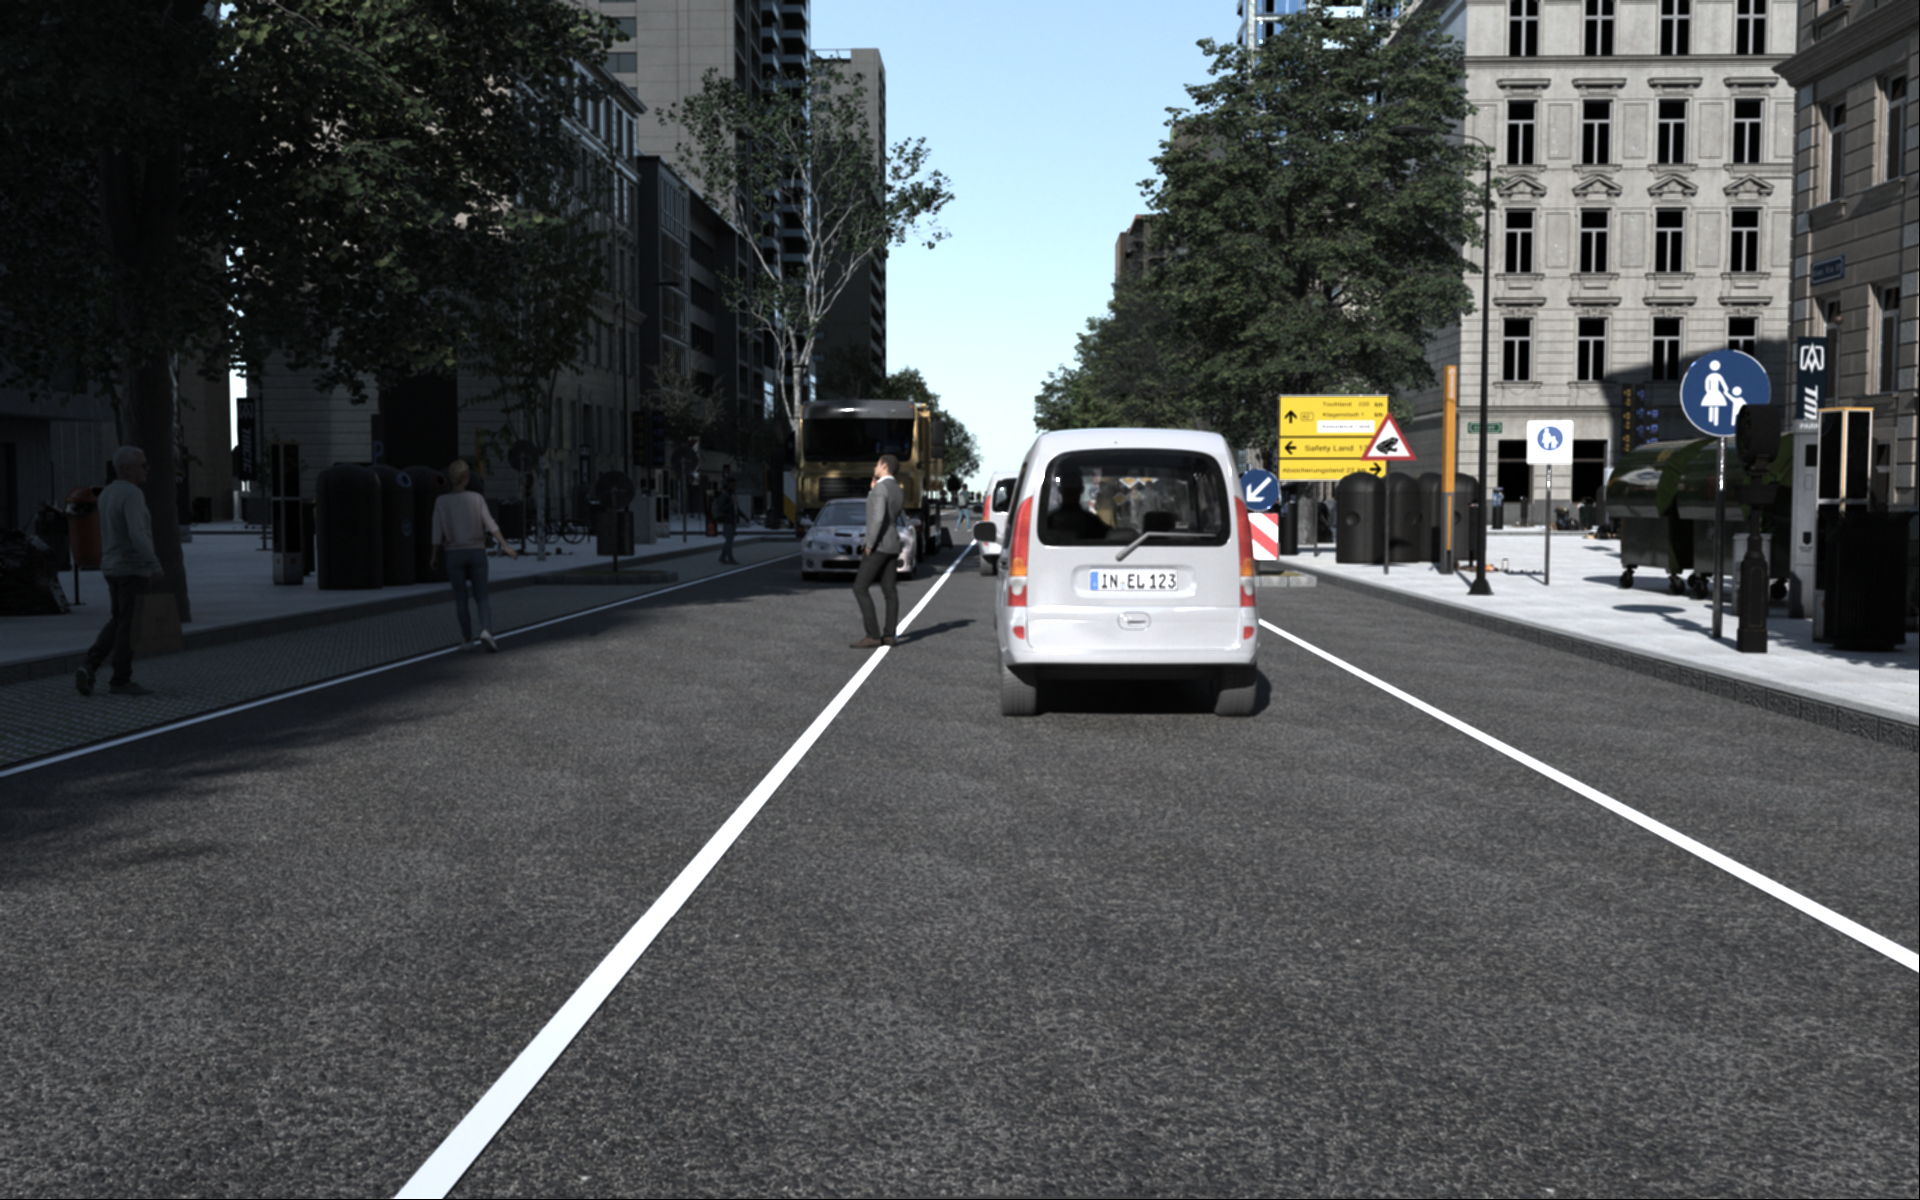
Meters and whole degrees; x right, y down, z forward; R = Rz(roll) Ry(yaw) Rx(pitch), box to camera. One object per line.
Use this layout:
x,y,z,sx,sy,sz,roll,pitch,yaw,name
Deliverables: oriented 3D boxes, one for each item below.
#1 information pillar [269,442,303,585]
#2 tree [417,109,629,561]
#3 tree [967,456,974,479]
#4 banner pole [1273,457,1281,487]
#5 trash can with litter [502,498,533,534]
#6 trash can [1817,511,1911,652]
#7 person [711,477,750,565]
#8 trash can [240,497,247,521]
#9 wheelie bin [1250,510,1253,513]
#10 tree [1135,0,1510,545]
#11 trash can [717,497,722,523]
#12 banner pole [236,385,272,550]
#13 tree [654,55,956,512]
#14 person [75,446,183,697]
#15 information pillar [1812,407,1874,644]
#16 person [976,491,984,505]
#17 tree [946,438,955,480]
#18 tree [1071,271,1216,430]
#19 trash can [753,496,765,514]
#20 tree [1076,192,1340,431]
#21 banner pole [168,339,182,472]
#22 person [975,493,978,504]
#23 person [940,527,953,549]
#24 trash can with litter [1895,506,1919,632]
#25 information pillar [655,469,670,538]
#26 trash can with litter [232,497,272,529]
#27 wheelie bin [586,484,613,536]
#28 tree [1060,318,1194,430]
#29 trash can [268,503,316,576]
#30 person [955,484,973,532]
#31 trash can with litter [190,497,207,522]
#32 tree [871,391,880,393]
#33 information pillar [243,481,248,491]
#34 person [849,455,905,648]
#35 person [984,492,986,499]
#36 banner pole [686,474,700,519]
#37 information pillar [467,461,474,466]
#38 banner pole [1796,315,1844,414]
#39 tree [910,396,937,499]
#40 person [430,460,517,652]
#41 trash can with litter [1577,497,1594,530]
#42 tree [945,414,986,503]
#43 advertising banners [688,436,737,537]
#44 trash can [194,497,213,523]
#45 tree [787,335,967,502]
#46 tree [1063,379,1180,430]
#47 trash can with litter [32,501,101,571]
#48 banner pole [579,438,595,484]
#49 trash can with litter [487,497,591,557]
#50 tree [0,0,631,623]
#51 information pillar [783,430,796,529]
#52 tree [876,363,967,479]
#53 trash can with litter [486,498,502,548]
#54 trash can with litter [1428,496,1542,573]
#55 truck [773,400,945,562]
-9.499,-1.220,24.435,0.304,2.012,0.304,3,4,39,information pillar
-8.215,-5.067,33.205,4.737,8.622,4.395,0,3,0,tree
-3.923,-14.622,173.479,7.601,10.594,8.767,-1,4,-19,tree
18.949,-6.952,103.677,0.863,3.779,0.401,0,4,4,banner pole
-13.629,-2.550,53.079,1.055,1.170,0.624,1,4,12,trash can with litter
7.470,-0.161,14.284,0.748,1.137,0.748,0,3,0,trash can
-4.629,-1.588,34.809,0.721,1.781,0.623,0,4,5,person
-33.421,-4.264,81.376,0.748,1.137,0.748,0,3,0,trash can
17.680,-5.996,105.939,0.693,1.594,0.980,0,4,-7,wheelie bin
8.610,-8.363,43.390,9.857,13.997,8.962,0,3,0,tree
-10.405,-3.946,76.166,0.748,1.137,0.748,0,3,0,trash can
-16.113,-3.027,39.508,0.863,3.779,0.401,1,4,11,banner pole
-5.613,-13.275,72.938,12.611,20.169,13.585,0,3,0,tree
-5.821,-0.190,12.098,0.782,1.767,0.515,3,5,40,person
7.563,-0.634,14.852,0.304,2.012,0.304,-1,4,-18,information pillar
2.319,-11.906,203.180,1.348,1.822,0.705,-3,5,-43,person
-2.517,-15.559,204.746,4.360,8.622,3.978,0,3,0,tree
9.420,-10.413,88.377,7.486,12.596,7.792,0,3,0,tree
-12.683,-5.964,109.159,0.748,1.137,0.748,0,3,0,trash can
9.550,-9.583,67.053,12.009,13.543,11.850,0,3,0,tree
-10.957,-2.083,24.075,0.401,3.779,0.863,0,4,-6,banner pole
2.358,-14.624,249.073,0.593,1.643,0.415,1,4,14,person
-0.880,-2.253,45.558,0.699,1.804,1.509,-2,4,-35,person
9.097,-0.307,16.400,0.624,1.170,1.055,3,5,42,trash can with litter
-8.695,-2.824,50.663,0.304,2.012,0.304,3,5,40,information pillar
-25.713,-3.244,64.097,2.233,1.210,1.678,-1,4,-11,trash can with litter
-11.051,-2.779,53.341,0.980,1.594,0.693,1,4,14,wheelie bin
9.631,-10.469,96.922,9.928,11.665,9.643,0,3,0,tree
-10.458,-0.951,27.194,0.748,1.137,0.748,0,3,0,trash can
0.147,-3.458,65.031,0.713,1.824,0.794,-1,4,-19,person
-34.634,-4.100,78.430,1.055,1.170,0.624,2,4,28,trash can with litter
-5.562,-10.274,118.347,4.737,8.622,4.395,0,3,0,tree
-49.292,-7.836,119.473,0.183,3.616,0.504,0,4,6,information pillar
-0.767,-0.462,16.239,0.473,1.802,0.592,3,4,38,person
2.895,-11.662,199.850,0.721,1.739,1.217,-2,4,-24,person
-13.489,-5.985,87.865,0.863,3.779,0.401,0,4,-6,banner pole
-10.848,-2.059,38.164,0.304,2.012,0.304,-1,4,-13,information pillar
12.081,-2.099,24.334,0.863,3.779,0.401,-1,4,-9,banner pole
-4.260,-10.856,127.865,4.360,8.622,3.978,0,3,0,tree
-4.381,-0.400,15.712,0.731,1.740,0.598,-2,4,-31,person
22.457,-3.118,62.366,0.624,1.170,1.055,1,4,10,trash can with litter
-1.185,-21.601,263.539,12.009,13.543,11.850,0,3,0,tree
-7.464,-3.418,52.070,2.074,3.025,0.090,3,5,40,advertising banners
-33.721,-4.010,77.223,0.748,1.137,0.748,0,3,0,trash can
-5.558,-10.200,101.183,8.767,10.594,7.601,-3,5,-43,tree
11.119,-11.439,121.435,8.767,10.594,7.601,-2,4,-35,tree
-14.894,-1.076,28.977,1.055,1.170,0.624,-3,4,-38,trash can with litter
-16.549,-5.333,77.209,0.863,3.779,0.401,-1,4,-12,banner pole
-8.996,-1.542,36.271,2.233,1.210,1.678,-3,4,-37,trash can with litter
-7.938,-6.743,16.911,9.857,13.997,8.962,0,3,0,tree
-6.234,-4.410,63.464,0.504,3.616,0.183,2,4,26,information pillar
-4.626,-14.394,152.343,9.611,12.733,9.660,0,3,0,tree
-11.501,-1.812,41.016,0.624,1.170,1.055,2,4,24,trash can with litter
8.697,-1.115,29.287,1.678,1.210,2.233,0,4,-6,trash can with litter
-1.890,-2.604,38.503,3.469,3.379,9.791,0,4,2,truck
